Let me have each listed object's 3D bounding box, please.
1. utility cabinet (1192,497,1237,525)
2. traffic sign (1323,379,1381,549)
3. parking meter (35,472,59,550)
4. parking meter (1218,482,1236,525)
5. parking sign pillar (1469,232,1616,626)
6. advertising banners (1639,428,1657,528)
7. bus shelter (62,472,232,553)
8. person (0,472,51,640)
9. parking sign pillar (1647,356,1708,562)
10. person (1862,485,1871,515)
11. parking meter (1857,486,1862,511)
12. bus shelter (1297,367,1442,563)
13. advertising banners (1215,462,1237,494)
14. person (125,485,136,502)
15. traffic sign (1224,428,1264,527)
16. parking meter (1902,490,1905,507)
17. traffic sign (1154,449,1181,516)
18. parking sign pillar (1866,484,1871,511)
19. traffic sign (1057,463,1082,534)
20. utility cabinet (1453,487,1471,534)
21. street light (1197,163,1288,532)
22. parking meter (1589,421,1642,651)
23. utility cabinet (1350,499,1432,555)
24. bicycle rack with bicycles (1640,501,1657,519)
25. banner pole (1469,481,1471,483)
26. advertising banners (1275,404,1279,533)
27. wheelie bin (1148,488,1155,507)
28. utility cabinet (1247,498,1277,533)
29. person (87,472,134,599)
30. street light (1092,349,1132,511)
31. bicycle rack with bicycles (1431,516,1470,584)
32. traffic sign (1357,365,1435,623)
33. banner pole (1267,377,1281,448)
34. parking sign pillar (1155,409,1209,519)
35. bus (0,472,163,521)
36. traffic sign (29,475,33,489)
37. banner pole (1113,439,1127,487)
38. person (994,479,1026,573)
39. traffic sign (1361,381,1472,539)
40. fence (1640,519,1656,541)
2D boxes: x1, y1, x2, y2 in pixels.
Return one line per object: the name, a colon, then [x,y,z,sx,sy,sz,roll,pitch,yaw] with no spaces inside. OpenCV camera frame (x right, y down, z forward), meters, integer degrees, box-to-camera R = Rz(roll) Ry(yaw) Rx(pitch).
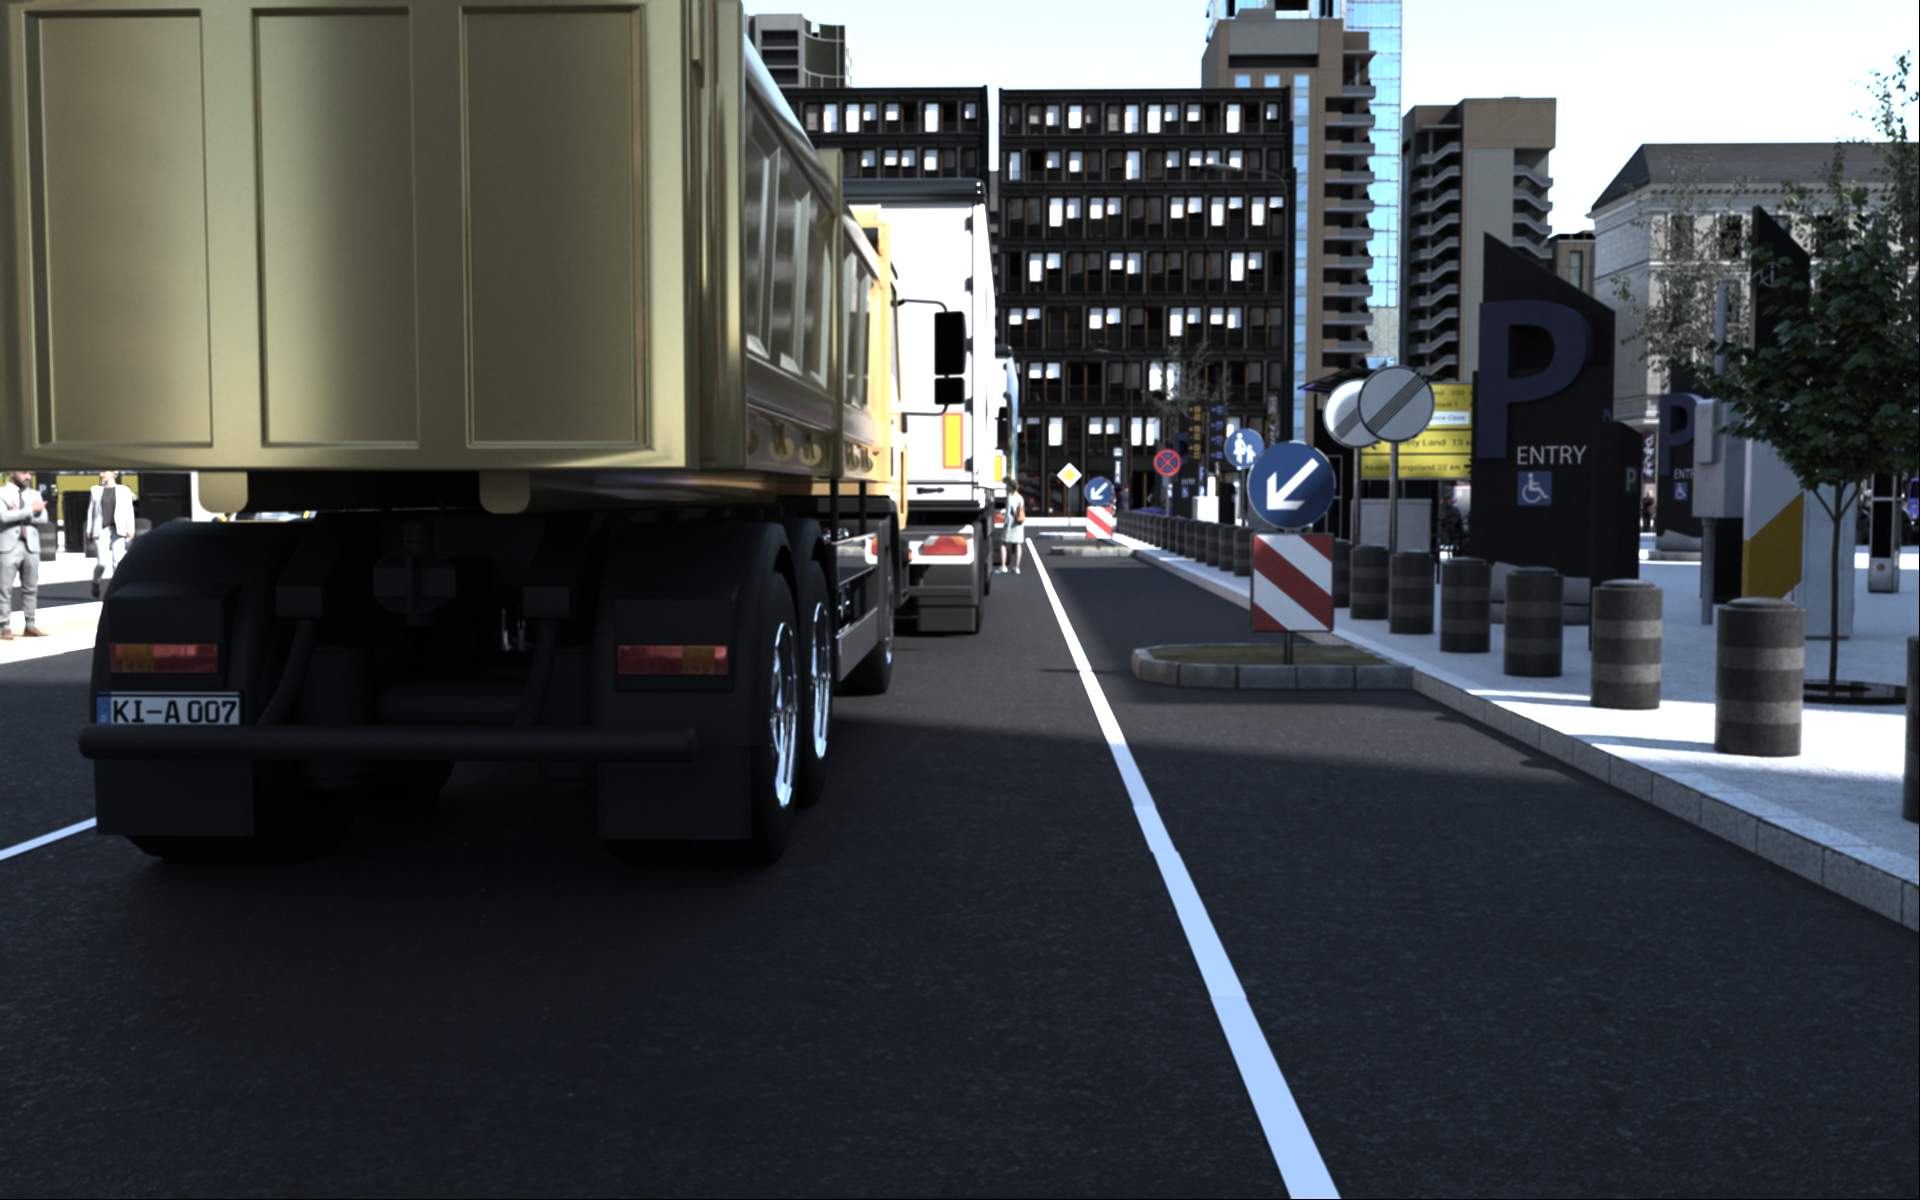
utility cabinet: [6.020,-1.821,40.935,1.020,1.237,0.306,-1,4,-15]
traffic sign: [4.421,-1.172,19.272,0.768,2.556,0.104,1,4,9]
parking meter: [-20.737,-2.058,39.357,0.399,1.863,0.255,1,4,8]
parking meter: [5.844,-1.805,37.926,0.372,1.533,0.369,0,3,0]
parking sign pillar: [5.864,-1.773,17.465,1.447,3.967,1.447,3,4,36]
advertising banners: [18.589,-2.997,45.181,0.090,3.025,2.074,-2,4,-32]
bus shelter: [-18.723,-3.912,41.588,2.179,5.291,8.768,0,4,2]
person: [-9.220,-0.511,17.030,0.466,1.800,0.511,1,4,21]
parking sign pillar: [14.013,-2.739,33.250,1.447,3.967,1.447,-1,4,-19]
person: [37.255,-3.822,71.176,0.592,1.802,0.473,1,4,22]
parking meter: [27.253,-2.712,52.749,0.372,1.533,0.369,0,3,0]
bus shelter: [8.187,-2.680,35.101,1.731,3.624,6.357,0,4,2]
advertising banners: [7.343,-3.169,48.006,0.090,3.025,2.074,0,4,-7]
person: [-33.136,-3.688,68.997,0.606,1.804,0.583,-1,4,-21]
traffic sign: [5.523,-2.054,33.685,0.768,2.556,0.104,1,4,11]
parking meter: [68.177,-7.136,125.081,0.372,1.533,0.369,0,3,0]
traffic sign: [5.833,-2.975,48.753,0.768,2.556,0.104,0,4,2]
parking sign pillar: [44.653,-5.829,83.778,1.447,3.967,1.447,-3,5,-41]
traffic sign: [3.525,-3.193,55.850,0.795,2.450,0.064,0,4,2]
utility cabinet: [15.612,-2.686,52.602,1.173,1.500,0.318,0,4,0]
street light: [4.028,-3.176,24.461,1.470,5.913,1.316,0,4,2]
parking meter: [5.359,-0.516,14.154,0.399,1.863,0.255,-3,5,-42]
utility cabinet: [5.703,-0.722,22.961,1.020,1.237,0.306,1,4,9]
bicycle rack with bicycles: [34.747,-4.592,88.463,2.925,0.926,2.852,0,4,-6]
banner pole: [35.918,-8.013,121.036,0.863,3.779,0.401,3,5,41]
advertising banners: [6.132,-2.259,33.115,0.090,3.025,2.074,0,4,5]
wheelie bin: [9.862,-4.802,86.414,0.980,1.594,0.693,0,4,0]
utility cabinet: [6.312,-1.672,36.024,0.318,1.500,1.173,-1,4,-11]
person: [-11.318,-0.896,23.031,0.514,1.842,0.818,-3,5,-43]
street light: [4.953,-5.090,55.760,1.470,5.913,1.316,0,4,2]
bicycle rack with bicycles: [8.083,-0.737,25.439,2.852,0.926,2.925,1,4,17]
traffic sign: [4.314,-1.047,17.228,0.768,2.556,0.104,0,4,2]
banner pole: [6.772,-2.882,37.131,0.401,3.779,0.863,-1,4,-18]
parking sign pillar: [7.264,-4.048,54.655,1.447,3.967,1.447,-2,4,-32]
bus: [-36.034,-4.944,72.383,12.252,3.916,2.896,0,4,0]
traffic sign: [-21.454,-2.447,40.008,0.884,2.594,0.081,0,4,5]
banner pole: [7.336,-5.435,78.886,0.863,3.779,0.401,-1,4,-16]
person: [0.961,-1.339,31.389,0.522,1.701,0.512,3,4,38]
traffic sign: [8.386,-2.298,31.442,2.265,3.308,0.079,0,4,7]
fence: [16.416,-1.586,41.307,2.069,0.683,0.278,2,4,26]
